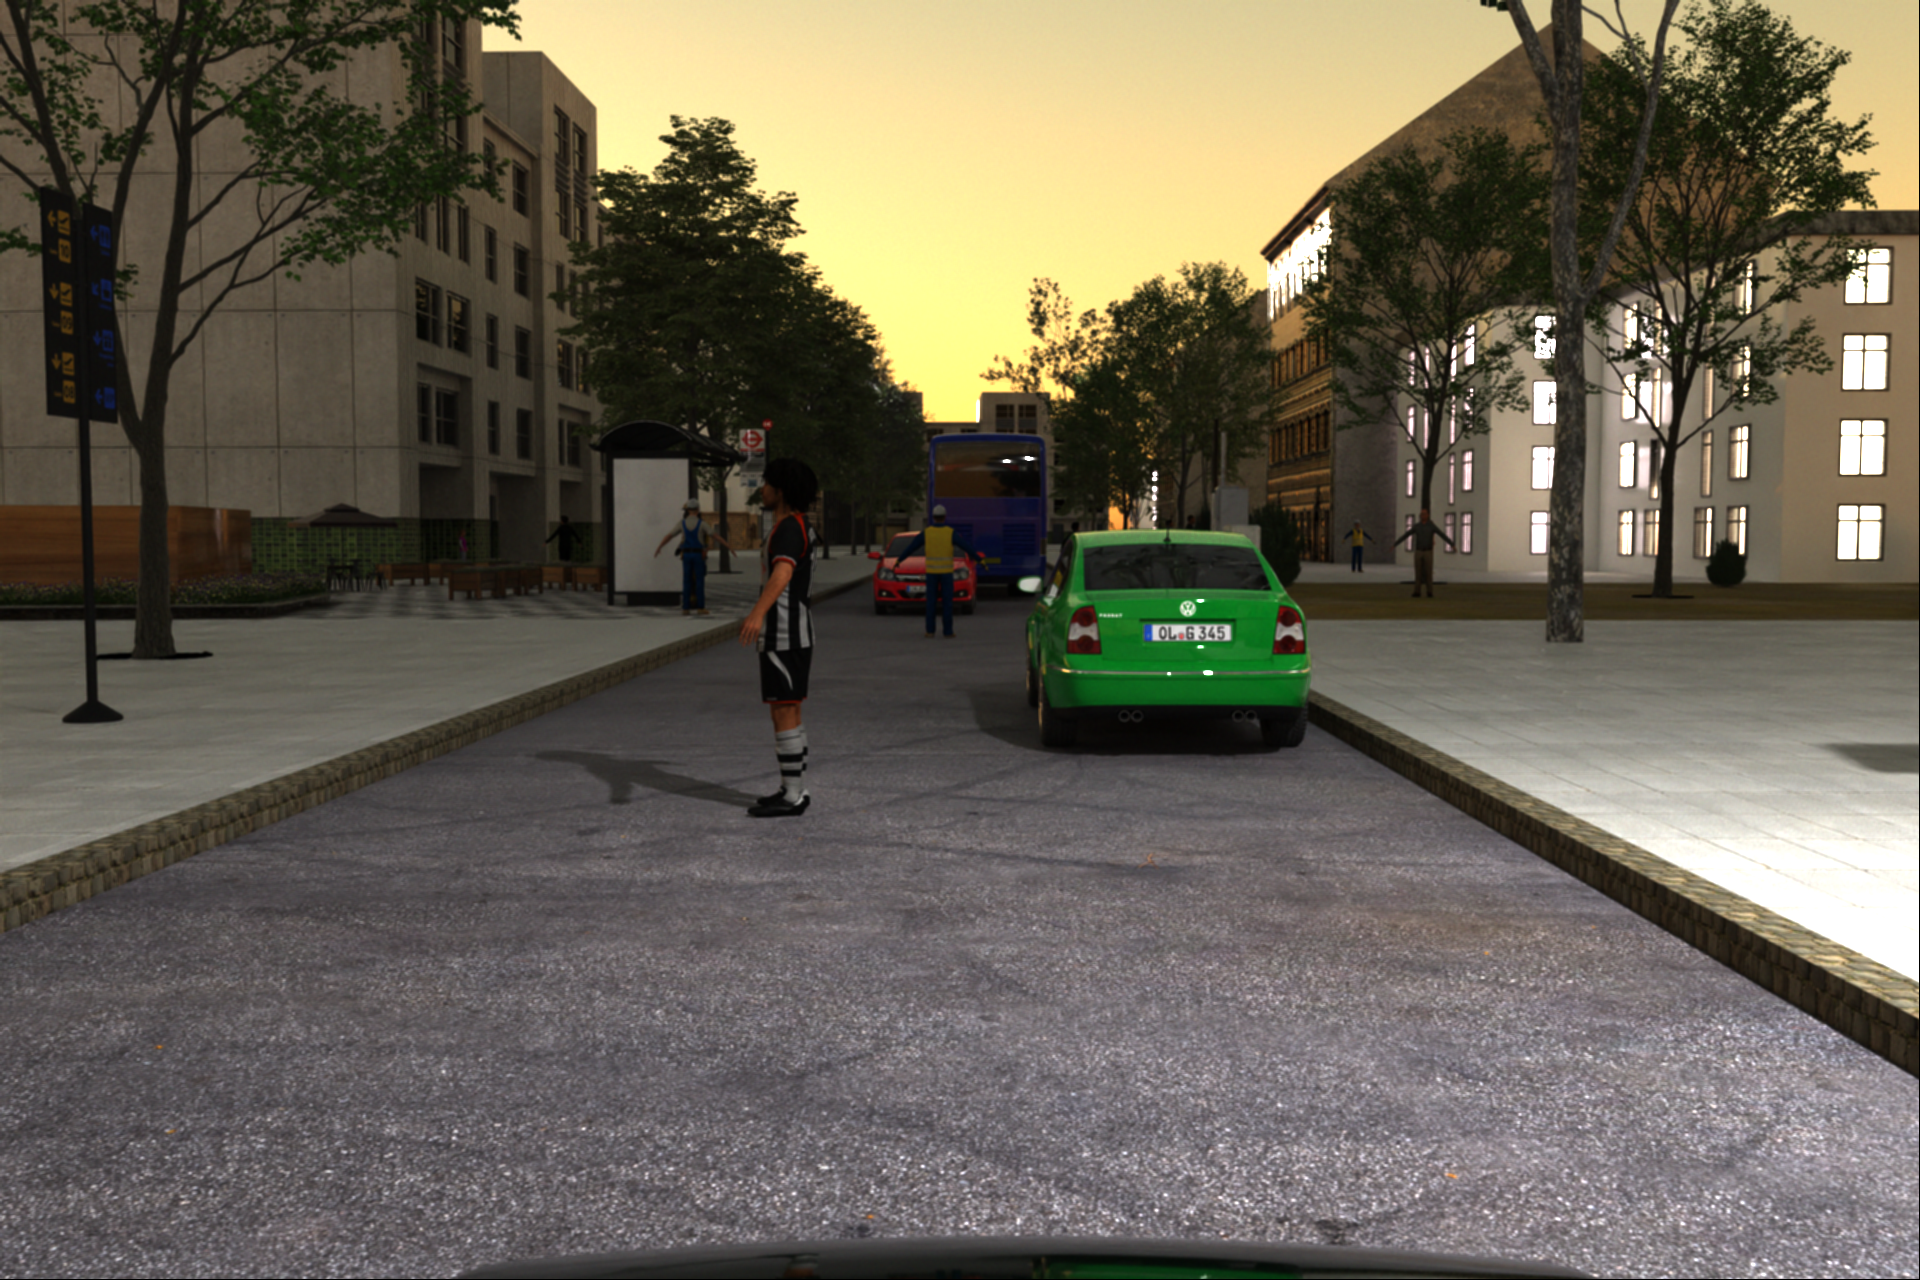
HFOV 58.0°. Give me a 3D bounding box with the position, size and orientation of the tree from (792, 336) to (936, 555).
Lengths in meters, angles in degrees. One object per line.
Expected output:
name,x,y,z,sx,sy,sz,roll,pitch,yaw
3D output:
tree,-6.358,-11.896,104.874,12.009,13.543,11.850,0,3,0

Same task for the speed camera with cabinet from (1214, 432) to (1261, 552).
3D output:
speed camera with cabinet,5.280,-2.359,32.904,0.660,3.252,2.038,0,4,1

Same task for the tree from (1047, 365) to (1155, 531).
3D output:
tree,9.359,-12.111,116.134,7.486,12.596,7.792,0,3,0

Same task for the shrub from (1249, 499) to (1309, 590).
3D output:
shrub,6.951,-2.133,38.918,1.661,2.075,1.752,0,3,0

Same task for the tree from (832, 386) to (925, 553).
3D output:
tree,-6.141,-11.750,117.870,9.928,11.665,9.643,0,3,0

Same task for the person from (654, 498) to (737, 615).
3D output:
person,-4.237,-1.330,27.601,1.347,1.847,0.705,0,4,7

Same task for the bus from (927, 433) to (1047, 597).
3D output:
bus,0.551,-3.118,42.528,2.896,3.916,12.251,0,4,0

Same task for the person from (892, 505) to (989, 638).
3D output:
person,-0.281,-0.952,23.998,1.349,1.833,0.705,0,4,5

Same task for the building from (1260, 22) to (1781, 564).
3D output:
building,25.592,-15.453,83.579,19.493,23.208,18.063,0,4,1

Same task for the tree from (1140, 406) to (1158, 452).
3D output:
tree,27.370,-22.526,224.184,12.611,20.169,13.585,0,3,0

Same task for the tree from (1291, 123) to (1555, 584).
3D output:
tree,12.106,-7.251,44.312,9.928,11.665,9.643,0,3,0

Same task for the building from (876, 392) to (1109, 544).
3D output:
building,2.508,-21.607,222.190,31.486,18.905,16.747,0,4,-1

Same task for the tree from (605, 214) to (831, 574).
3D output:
tree,-7.819,-7.981,56.243,9.928,11.665,9.643,0,3,0

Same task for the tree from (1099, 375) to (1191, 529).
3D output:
tree,8.324,-7.952,80.373,4.737,8.622,4.395,0,3,0

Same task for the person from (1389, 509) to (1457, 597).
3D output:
person,9.445,-1.774,35.278,1.348,1.796,0.705,2,4,25

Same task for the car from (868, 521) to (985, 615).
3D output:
car,-0.605,-1.414,32.165,2.155,1.783,4.494,0,4,1

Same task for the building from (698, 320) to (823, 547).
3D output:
building,-23.787,-20.785,170.763,19.493,23.208,18.063,0,4,2

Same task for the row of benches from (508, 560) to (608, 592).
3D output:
row of benches,-9.035,-1.473,39.539,4.104,0.672,1.422,3,5,45

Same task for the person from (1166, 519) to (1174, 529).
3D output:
person,6.629,-2.893,54.023,0.721,1.740,1.216,1,4,16

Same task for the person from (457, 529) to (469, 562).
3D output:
person,-14.622,-2.564,51.184,0.599,1.433,0.991,0,4,-8

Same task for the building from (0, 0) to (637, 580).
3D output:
building,-23.646,-12.086,64.070,16.747,18.905,31.486,0,4,2

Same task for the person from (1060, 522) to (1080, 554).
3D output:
person,3.013,-2.143,44.213,1.216,1.740,0.721,3,5,44

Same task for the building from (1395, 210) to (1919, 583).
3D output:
building,22.558,-7.156,59.144,9.099,9.664,28.070,0,4,1

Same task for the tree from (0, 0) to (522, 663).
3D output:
tree,-8.345,-5.604,17.385,9.928,11.665,9.643,0,3,0

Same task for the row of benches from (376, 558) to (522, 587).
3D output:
row of benches,-12.874,-1.749,44.062,1.422,0.672,4.104,3,4,38

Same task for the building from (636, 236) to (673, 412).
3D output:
building,-25.896,-15.821,89.594,19.493,23.208,18.063,0,4,2

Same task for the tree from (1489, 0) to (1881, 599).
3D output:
tree,14.239,-6.644,34.392,9.928,11.665,9.643,0,3,0

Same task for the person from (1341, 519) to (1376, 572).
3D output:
person,13.366,-3.160,58.133,1.216,1.772,0.721,-1,4,-11

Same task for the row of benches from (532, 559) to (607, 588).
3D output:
row of benches,-8.347,-1.630,42.108,4.104,0.672,1.422,-1,4,-12

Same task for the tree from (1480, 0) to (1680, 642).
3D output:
tree,6.076,-9.987,19.179,12.611,20.169,13.585,0,3,0

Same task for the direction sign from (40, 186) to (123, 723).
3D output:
direction sign,-5.965,-1.212,11.809,0.379,3.537,0.876,0,4,1

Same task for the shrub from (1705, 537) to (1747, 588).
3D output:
shrub,18.413,-1.865,41.614,1.383,1.207,1.383,0,3,0

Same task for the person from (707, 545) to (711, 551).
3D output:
person,-6.208,-2.053,39.753,1.347,1.806,0.705,3,5,44

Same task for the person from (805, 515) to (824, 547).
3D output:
person,-4.302,-2.568,47.923,1.347,1.837,0.705,-2,4,-34

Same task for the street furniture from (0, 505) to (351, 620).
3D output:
street furniture,-13.673,-1.283,27.838,11.010,1.723,9.812,-1,4,-10

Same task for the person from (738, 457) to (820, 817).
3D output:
person,-0.919,-0.018,8.894,0.704,1.843,1.345,0,4,2

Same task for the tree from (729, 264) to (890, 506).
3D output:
tree,-6.432,-9.499,73.435,7.486,12.596,7.792,0,3,0

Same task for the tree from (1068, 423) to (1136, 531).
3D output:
tree,8.327,-9.668,108.440,4.360,8.622,3.978,0,3,0

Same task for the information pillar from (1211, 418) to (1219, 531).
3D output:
information pillar,5.181,-2.686,35.278,0.183,3.616,0.504,0,4,1

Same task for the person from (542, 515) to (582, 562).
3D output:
person,-11.173,-2.610,48.863,0.705,1.806,1.347,3,5,40

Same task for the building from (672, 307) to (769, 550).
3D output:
building,-22.245,-17.519,142.849,16.016,20.090,11.380,0,4,0

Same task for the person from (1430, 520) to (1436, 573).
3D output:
person,15.479,-3.052,56.696,0.721,1.733,1.217,1,4,14

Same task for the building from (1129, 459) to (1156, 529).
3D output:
building,24.420,-15.332,192.822,9.099,9.664,28.070,0,4,1

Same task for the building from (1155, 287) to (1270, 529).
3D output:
building,27.813,-19.885,156.051,19.493,23.208,18.063,0,4,1

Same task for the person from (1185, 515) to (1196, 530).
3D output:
person,6.361,-2.528,47.554,0.704,1.802,1.346,0,4,7

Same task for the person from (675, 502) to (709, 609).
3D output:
person,-4.587,-1.457,29.586,0.705,1.858,1.354,-2,4,-24

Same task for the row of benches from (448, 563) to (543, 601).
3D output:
row of benches,-9.442,-1.213,35.298,1.422,0.672,4.104,0,4,4

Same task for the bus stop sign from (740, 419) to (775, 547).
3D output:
bus stop sign,-4.676,-3.152,40.234,0.855,3.939,0.416,0,4,1

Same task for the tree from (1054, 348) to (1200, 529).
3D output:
tree,9.168,-10.290,93.994,9.928,11.665,9.643,0,3,0

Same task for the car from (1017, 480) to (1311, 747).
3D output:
car,1.427,-0.259,13.034,1.959,1.807,4.718,0,4,0

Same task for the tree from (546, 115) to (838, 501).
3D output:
tree,-7.220,-7.891,47.150,7.486,12.596,7.792,0,3,0

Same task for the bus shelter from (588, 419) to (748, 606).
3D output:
bus shelter,-5.480,-2.411,33.340,2.014,3.302,5.546,0,4,1

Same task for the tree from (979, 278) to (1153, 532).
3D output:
tree,8.097,-16.715,129.172,12.611,20.169,13.585,0,3,0

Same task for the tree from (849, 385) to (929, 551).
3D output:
tree,-5.294,-12.884,128.774,7.486,12.596,7.792,0,3,0

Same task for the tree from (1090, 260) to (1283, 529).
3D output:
tree,8.503,-8.557,65.663,9.928,11.665,9.643,0,3,0

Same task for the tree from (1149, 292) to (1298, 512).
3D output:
tree,7.796,-6.271,52.900,4.737,8.622,4.395,0,3,0

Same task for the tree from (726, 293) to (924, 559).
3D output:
tree,-6.666,-10.842,87.639,12.009,13.543,11.850,0,3,0

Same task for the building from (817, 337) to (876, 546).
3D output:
building,-24.359,-21.559,196.463,27.936,21.610,32.646,0,4,0
